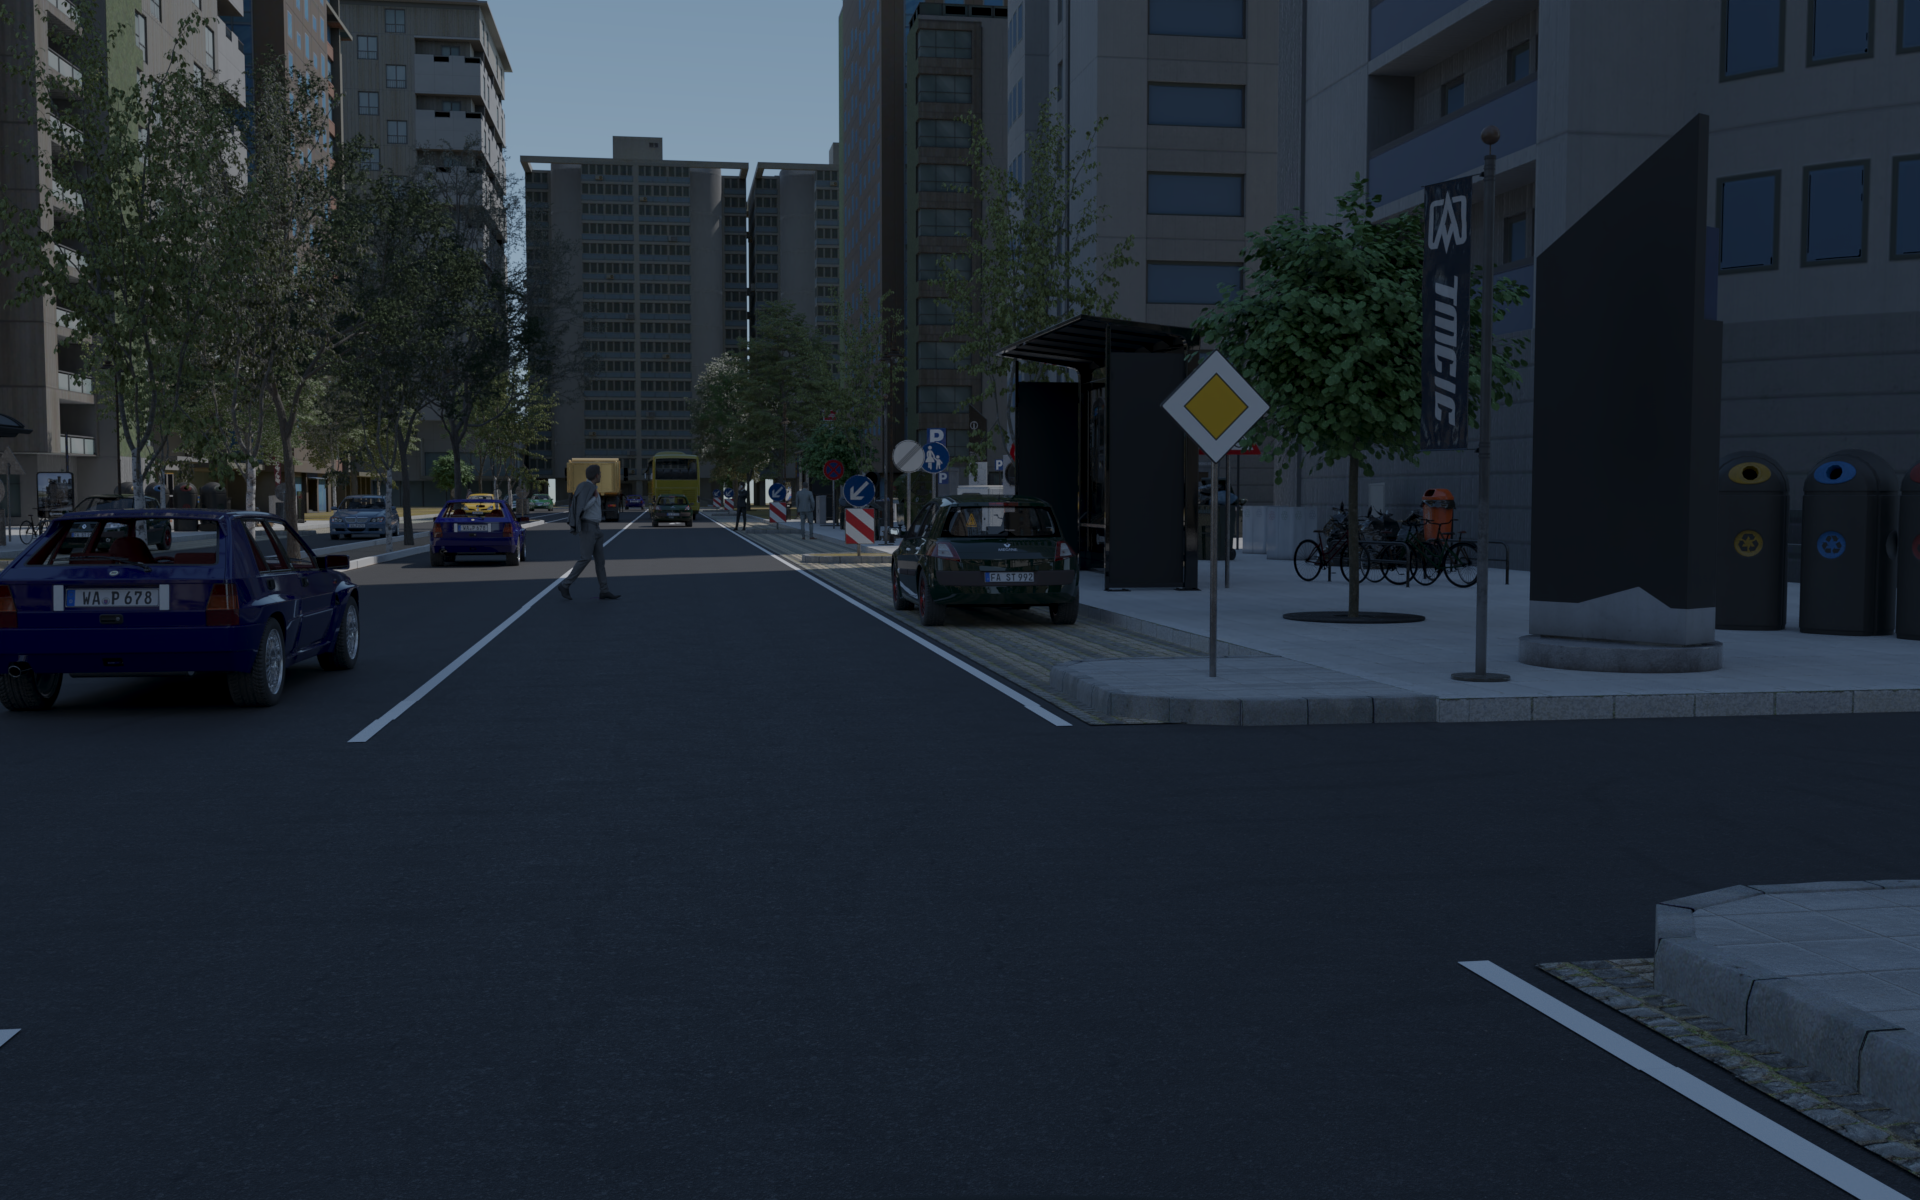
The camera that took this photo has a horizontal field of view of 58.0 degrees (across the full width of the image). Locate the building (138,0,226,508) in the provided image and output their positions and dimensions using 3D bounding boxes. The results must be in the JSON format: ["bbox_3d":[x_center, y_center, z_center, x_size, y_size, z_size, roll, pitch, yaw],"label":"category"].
[{"bbox_3d":[-54.718,-30.755,92.076,28.713,52.752,27.495,-1,4,-10],"label":"building"}]

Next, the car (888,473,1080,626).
[{"bbox_3d":[0.214,-0.635,20.174,2.009,1.686,4.222,-1,4,-8],"label":"car"}]

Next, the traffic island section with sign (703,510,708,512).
[{"bbox_3d":[-19.650,-7.979,139.089,1.989,1.847,2.006,-1,4,-10],"label":"traffic island section with sign"}]

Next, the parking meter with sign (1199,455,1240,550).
[{"bbox_3d":[5.559,-2.656,39.683,1.738,3.016,0.543,0,4,-5],"label":"parking meter with sign"}]

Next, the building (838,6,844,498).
[{"bbox_3d":[-3.521,-28.450,148.758,14.154,41.232,14.086,-1,4,-10],"label":"building"}]

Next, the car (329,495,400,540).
[{"bbox_3d":[-19.225,-2.693,56.040,2.014,1.417,4.499,-1,4,-11],"label":"car"}]

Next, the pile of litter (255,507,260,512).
[{"bbox_3d":[-27.415,-3.301,67.940,1.176,0.858,1.719,1,4,10],"label":"pile of litter"}]

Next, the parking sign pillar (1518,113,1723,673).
[{"bbox_3d":[4.980,-1.499,12.980,1.447,3.967,1.447,-3,4,-38],"label":"parking sign pillar"}]

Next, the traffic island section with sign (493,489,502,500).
[{"bbox_3d":[-36.379,-7.812,136.355,1.989,1.847,2.006,-1,4,-10],"label":"traffic island section with sign"}]

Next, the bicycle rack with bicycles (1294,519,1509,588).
[{"bbox_3d":[6.535,-0.696,24.754,2.852,0.926,2.925,-2,4,-24],"label":"bicycle rack with bicycles"}]

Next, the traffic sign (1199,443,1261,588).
[{"bbox_3d":[3.639,-1.439,23.533,0.884,2.594,0.081,0,4,-5],"label":"traffic sign"}]

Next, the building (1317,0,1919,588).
[{"bbox_3d":[22.649,-30.014,32.723,28.212,58.520,21.231,-1,4,-10],"label":"building"}]

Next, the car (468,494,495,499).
[{"bbox_3d":[-25.372,-4.991,91.822,2.015,1.641,3.980,-1,4,-10],"label":"car"}]

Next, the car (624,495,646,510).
[{"bbox_3d":[-29.805,-8.941,158.766,1.945,1.354,3.894,-1,4,-9],"label":"car"}]

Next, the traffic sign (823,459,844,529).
[{"bbox_3d":[-4.652,-3.897,63.826,0.768,2.556,0.104,0,4,-2],"label":"traffic sign"}]

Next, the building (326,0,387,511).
[{"bbox_3d":[-61.677,-29.383,135.030,28.867,44.769,22.147,-1,4,-10],"label":"building"}]

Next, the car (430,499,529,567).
[{"bbox_3d":[-9.903,-1.416,35.725,1.945,1.354,3.894,-1,4,-11],"label":"car"}]

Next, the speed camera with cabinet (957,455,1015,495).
[{"bbox_3d":[0.863,-2.737,39.082,2.038,3.252,0.660,3,5,41],"label":"speed camera with cabinet"}]

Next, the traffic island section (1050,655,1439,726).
[{"bbox_3d":[1.793,0.618,12.170,2.009,0.180,2.903,-1,4,-10],"label":"traffic island section"}]

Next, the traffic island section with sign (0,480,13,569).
[{"bbox_3d":[-19.043,-1.529,33.621,1.989,1.847,2.006,-1,4,-10],"label":"traffic island section with sign"}]

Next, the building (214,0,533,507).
[{"bbox_3d":[-60.450,-36.409,184.525,27.495,52.752,28.713,-1,4,-10],"label":"building"}]

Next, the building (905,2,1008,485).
[{"bbox_3d":[3.411,-20.509,107.027,14.160,30.474,14.107,-1,4,-10],"label":"building"}]

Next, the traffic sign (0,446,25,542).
[{"bbox_3d":[-25.595,-2.849,46.589,0.884,2.594,0.081,0,4,-4],"label":"traffic sign"}]

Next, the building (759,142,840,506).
[{"bbox_3d":[-11.596,-30.728,194.291,23.993,40.220,32.217,-1,4,-10],"label":"building"}]

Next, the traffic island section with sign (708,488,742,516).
[{"bbox_3d":[-15.148,-6.354,112.511,1.989,1.847,2.006,-1,4,-10],"label":"traffic island section with sign"}]

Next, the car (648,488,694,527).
[{"bbox_3d":[-12.741,-4.082,76.532,2.009,1.686,4.222,-1,4,-11],"label":"car"}]

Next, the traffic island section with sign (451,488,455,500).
[{"bbox_3d":[-31.897,-6.186,109.774,1.989,1.847,2.006,-1,4,-10],"label":"traffic island section with sign"}]

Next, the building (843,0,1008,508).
[{"bbox_3d":[-1.452,-29.626,134.491,14.600,45.320,14.200,-1,4,-10],"label":"building"}]

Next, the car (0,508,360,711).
[{"bbox_3d":[-5.653,-0.019,12.883,1.945,1.354,3.894,0,4,-8],"label":"car"}]

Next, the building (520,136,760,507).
[{"bbox_3d":[-35.345,-30.517,190.840,23.993,40.220,32.217,-1,4,-10],"label":"building"}]

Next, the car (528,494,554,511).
[{"bbox_3d":[-35.117,-8.156,145.155,2.131,1.459,4.920,-1,4,-10],"label":"car"}]

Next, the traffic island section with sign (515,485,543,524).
[{"bbox_3d":[-21.311,-4.648,84.139,2.006,1.907,1.989,-1,4,-10],"label":"traffic island section with sign"}]

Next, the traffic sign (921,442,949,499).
[{"bbox_3d":[-0.643,-2.582,42.322,0.768,2.556,0.104,0,4,-6],"label":"traffic sign"}]

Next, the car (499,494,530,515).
[{"bbox_3d":[-31.357,-6.741,122.010,2.131,1.459,4.920,-1,4,-11],"label":"car"}]

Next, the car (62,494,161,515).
[{"bbox_3d":[-20.747,-1.999,42.464,2.009,1.686,4.222,0,4,-8],"label":"car"}]

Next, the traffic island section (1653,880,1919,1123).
[{"bbox_3d":[3.123,1.100,4.296,2.009,0.180,2.903,-1,4,-10],"label":"traffic island section"}]

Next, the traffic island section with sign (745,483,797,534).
[{"bbox_3d":[-6.791,-3.326,63.008,1.989,1.847,2.006,-1,4,-10],"label":"traffic island section with sign"}]

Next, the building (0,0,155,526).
[{"bbox_3d":[-42.318,-23.608,69.583,14.154,41.232,14.086,-1,4,-10],"label":"building"}]

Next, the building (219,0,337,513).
[{"bbox_3d":[-50.188,-28.401,114.468,14.600,45.320,14.200,-1,4,-10],"label":"building"}]

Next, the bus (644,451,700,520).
[{"bbox_3d":[-16.527,-6.598,99.431,2.896,3.916,12.252,-1,4,-12],"label":"bus"}]

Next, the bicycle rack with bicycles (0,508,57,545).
[{"bbox_3d":[-24.336,-1.890,44.292,2.852,0.926,2.925,0,4,-7],"label":"bicycle rack with bicycles"}]

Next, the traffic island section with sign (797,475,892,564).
[{"bbox_3d":[-2.306,-1.700,36.427,1.989,1.847,2.006,-1,4,-10],"label":"traffic island section with sign"}]

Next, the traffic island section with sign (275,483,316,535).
[{"bbox_3d":[-23.539,-3.157,60.250,1.989,1.847,2.006,-1,4,-10],"label":"traffic island section with sign"}]

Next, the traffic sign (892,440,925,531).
[{"bbox_3d":[-1.215,-2.498,40.953,0.768,2.556,0.104,0,4,-1],"label":"traffic sign"}]

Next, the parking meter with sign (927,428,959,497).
[{"bbox_3d":[-0.310,-3.076,46.550,0.543,3.016,1.738,1,4,21],"label":"parking meter with sign"}]

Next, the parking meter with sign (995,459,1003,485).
[{"bbox_3d":[2.501,-5.610,87.991,0.543,3.016,1.738,3,4,37],"label":"parking meter with sign"}]

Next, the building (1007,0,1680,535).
[{"bbox_3d":[12.629,-32.472,72.911,21.231,58.520,28.212,-1,4,-10],"label":"building"}]

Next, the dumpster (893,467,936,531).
[{"bbox_3d":[-1.303,-3.127,53.627,1.502,2.255,1.985,-1,4,-9],"label":"dumpster"}]
